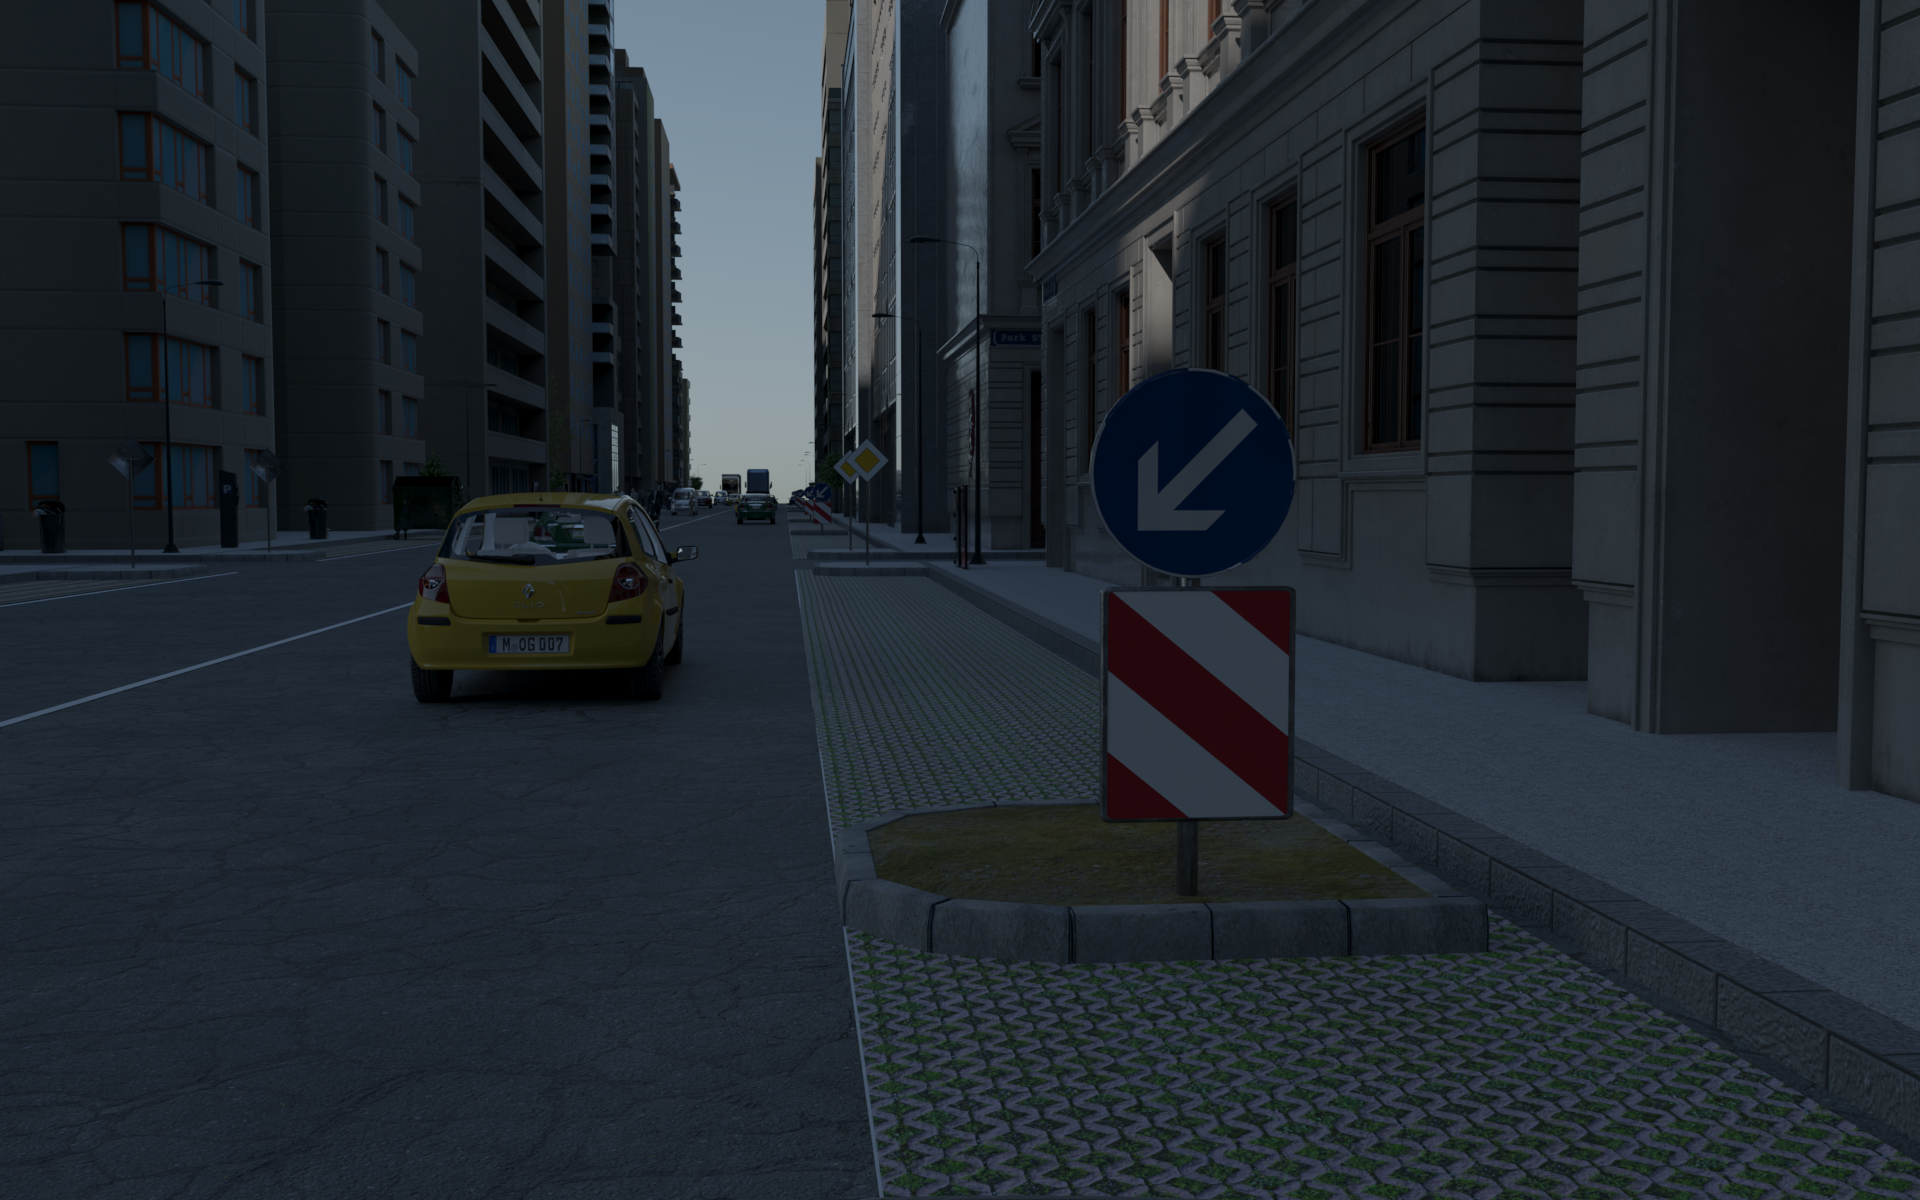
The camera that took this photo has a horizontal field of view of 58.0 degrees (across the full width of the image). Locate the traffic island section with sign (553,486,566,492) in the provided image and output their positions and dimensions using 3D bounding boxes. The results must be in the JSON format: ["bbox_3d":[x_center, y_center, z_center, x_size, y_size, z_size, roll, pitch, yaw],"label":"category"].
[{"bbox_3d":[-20.227,-4.832,87.634,1.989,1.847,2.006,0,4,-6],"label":"traffic island section with sign"}]

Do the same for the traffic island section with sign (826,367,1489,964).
[{"bbox_3d":[0.555,0.148,6.213,1.989,1.847,2.006,0,4,-6],"label":"traffic island section with sign"}]

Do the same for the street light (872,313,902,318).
[{"bbox_3d":[-1.564,-4.407,44.600,1.470,5.913,1.316,0,4,-6],"label":"street light"}]

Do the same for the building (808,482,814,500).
[{"bbox_3d":[-6.797,-34.886,262.272,32.217,40.220,23.993,0,4,-6],"label":"building"}]

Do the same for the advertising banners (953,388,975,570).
[{"bbox_3d":[0.075,-2.042,29.580,0.090,3.025,2.074,-1,4,-8],"label":"advertising banners"}]

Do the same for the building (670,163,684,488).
[{"bbox_3d":[-47.256,-34.746,222.727,22.147,44.769,28.867,0,4,-6],"label":"building"}]

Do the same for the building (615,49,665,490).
[{"bbox_3d":[-38.810,-32.309,178.360,14.600,45.320,14.200,0,4,-6],"label":"building"}]

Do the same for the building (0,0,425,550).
[{"bbox_3d":[-33.462,-12.676,52.297,27.650,21.520,28.899,0,4,-6],"label":"building"}]

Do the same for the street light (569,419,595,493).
[{"bbox_3d":[-23.693,-8.270,107.756,1.470,5.913,1.316,0,4,-6],"label":"street light"}]

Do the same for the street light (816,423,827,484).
[{"bbox_3d":[-8.621,-8.637,113.756,1.470,5.913,1.316,0,4,-6],"label":"street light"}]

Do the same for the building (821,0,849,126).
[{"bbox_3d":[-2.258,-33.136,165.474,21.300,48.544,21.600,0,4,-6],"label":"building"}]

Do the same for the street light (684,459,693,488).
[{"bbox_3d":[-36.308,-15.852,231.728,1.470,5.913,1.316,0,4,-6],"label":"street light"}]

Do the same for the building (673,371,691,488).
[{"bbox_3d":[-53.874,-24.875,251.745,27.650,21.520,28.899,0,4,-6],"label":"building"}]

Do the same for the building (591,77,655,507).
[{"bbox_3d":[-36.773,-29.413,164.502,14.154,41.232,14.086,0,4,-6],"label":"building"}]

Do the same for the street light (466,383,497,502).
[{"bbox_3d":[-20.111,-6.126,72.702,1.470,5.913,1.316,0,4,-6],"label":"street light"}]

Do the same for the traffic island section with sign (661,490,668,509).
[{"bbox_3d":[-28.001,-9.527,164.398,1.989,1.847,2.006,0,4,-6],"label":"traffic island section with sign"}]

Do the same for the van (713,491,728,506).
[{"bbox_3d":[-30.144,-12.923,218.306,2.013,2.044,4.112,0,4,-4],"label":"van"}]

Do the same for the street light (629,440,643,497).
[{"bbox_3d":[-27.879,-10.788,148.932,1.470,5.913,1.316,0,4,-6],"label":"street light"}]

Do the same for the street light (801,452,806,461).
[{"bbox_3d":[-17.500,-14.055,202.342,1.470,5.913,1.316,0,4,-6],"label":"street light"}]

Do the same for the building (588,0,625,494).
[{"bbox_3d":[-38.537,-50.621,140.326,22.319,86.520,31.000,0,4,-6],"label":"building"}]

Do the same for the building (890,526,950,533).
[{"bbox_3d":[3.062,-15.169,66.043,12.078,24.808,19.932,0,4,-6],"label":"building"}]

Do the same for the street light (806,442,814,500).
[{"bbox_3d":[-12.836,-11.156,154.937,1.470,5.913,1.316,0,4,-6],"label":"street light"}]

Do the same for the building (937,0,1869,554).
[{"bbox_3d":[9.902,-12.769,44.923,21.152,22.565,11.583,0,4,-6],"label":"building"}]

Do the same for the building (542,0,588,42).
[{"bbox_3d":[-33.230,-28.690,119.192,14.600,45.320,14.200,0,4,-6],"label":"building"}]

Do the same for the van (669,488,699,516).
[{"bbox_3d":[-18.579,-6.710,116.727,2.013,2.044,4.112,0,4,-6],"label":"van"}]

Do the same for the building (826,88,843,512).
[{"bbox_3d":[-2.787,-21.751,127.334,14.160,30.474,14.107,0,4,-6],"label":"building"}]

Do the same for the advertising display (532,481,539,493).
[{"bbox_3d":[-21.853,-5.132,89.121,0.123,1.923,0.974,0,4,0],"label":"advertising display"}]

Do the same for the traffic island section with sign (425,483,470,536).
[{"bbox_3d":[-17.459,-3.166,60.397,1.989,1.847,2.006,0,4,-6],"label":"traffic island section with sign"}]

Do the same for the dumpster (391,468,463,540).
[{"bbox_3d":[-16.624,-3.003,54.054,1.985,2.255,1.502,0,4,-4],"label":"dumpster"}]

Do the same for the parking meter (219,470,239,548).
[{"bbox_3d":[-17.420,-2.177,41.303,0.399,1.863,0.255,-1,4,-11],"label":"parking meter"}]

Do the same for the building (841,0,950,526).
[{"bbox_3d":[0.457,-16.437,86.763,12.078,24.808,19.932,0,4,-6],"label":"building"}]

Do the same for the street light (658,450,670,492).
[{"bbox_3d":[-31.368,-12.899,183.438,1.470,5.913,1.316,0,4,-6],"label":"street light"}]

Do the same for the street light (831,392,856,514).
[{"bbox_3d":[-5.176,-6.526,79.246,1.470,5.913,1.316,0,4,-6],"label":"street light"}]

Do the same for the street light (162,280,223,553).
[{"bbox_3d":[-16.662,-3.981,37.635,1.470,5.913,1.316,0,4,-6],"label":"street light"}]

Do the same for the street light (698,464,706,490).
[{"bbox_3d":[-39.697,-17.964,266.244,1.470,5.913,1.316,0,4,-6],"label":"street light"}]

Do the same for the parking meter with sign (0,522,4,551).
[{"bbox_3d":[-22.234,-2.576,38.371,1.738,3.016,0.543,-2,4,-33],"label":"parking meter with sign"}]

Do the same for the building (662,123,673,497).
[{"bbox_3d":[-41.082,-33.738,201.731,14.600,45.320,14.200,0,4,-6],"label":"building"}]

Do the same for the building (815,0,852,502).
[{"bbox_3d":[-7.841,-47.572,216.049,20.563,71.187,20.611,0,4,-6],"label":"building"}]

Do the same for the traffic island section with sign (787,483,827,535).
[{"bbox_3d":[-4.940,-3.175,60.535,1.989,1.847,2.006,0,4,-6],"label":"traffic island section with sign"}]

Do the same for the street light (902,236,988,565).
[{"bbox_3d":[-0.212,-3.599,31.381,1.470,5.913,1.316,0,4,-6],"label":"street light"}]

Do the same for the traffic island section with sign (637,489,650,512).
[{"bbox_3d":[-25.278,-7.887,137.581,1.989,1.847,2.006,0,4,-6],"label":"traffic island section with sign"}]

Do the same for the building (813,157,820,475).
[{"bbox_3d":[-9.214,-37.558,237.775,21.300,48.544,21.600,0,4,-6],"label":"building"}]
